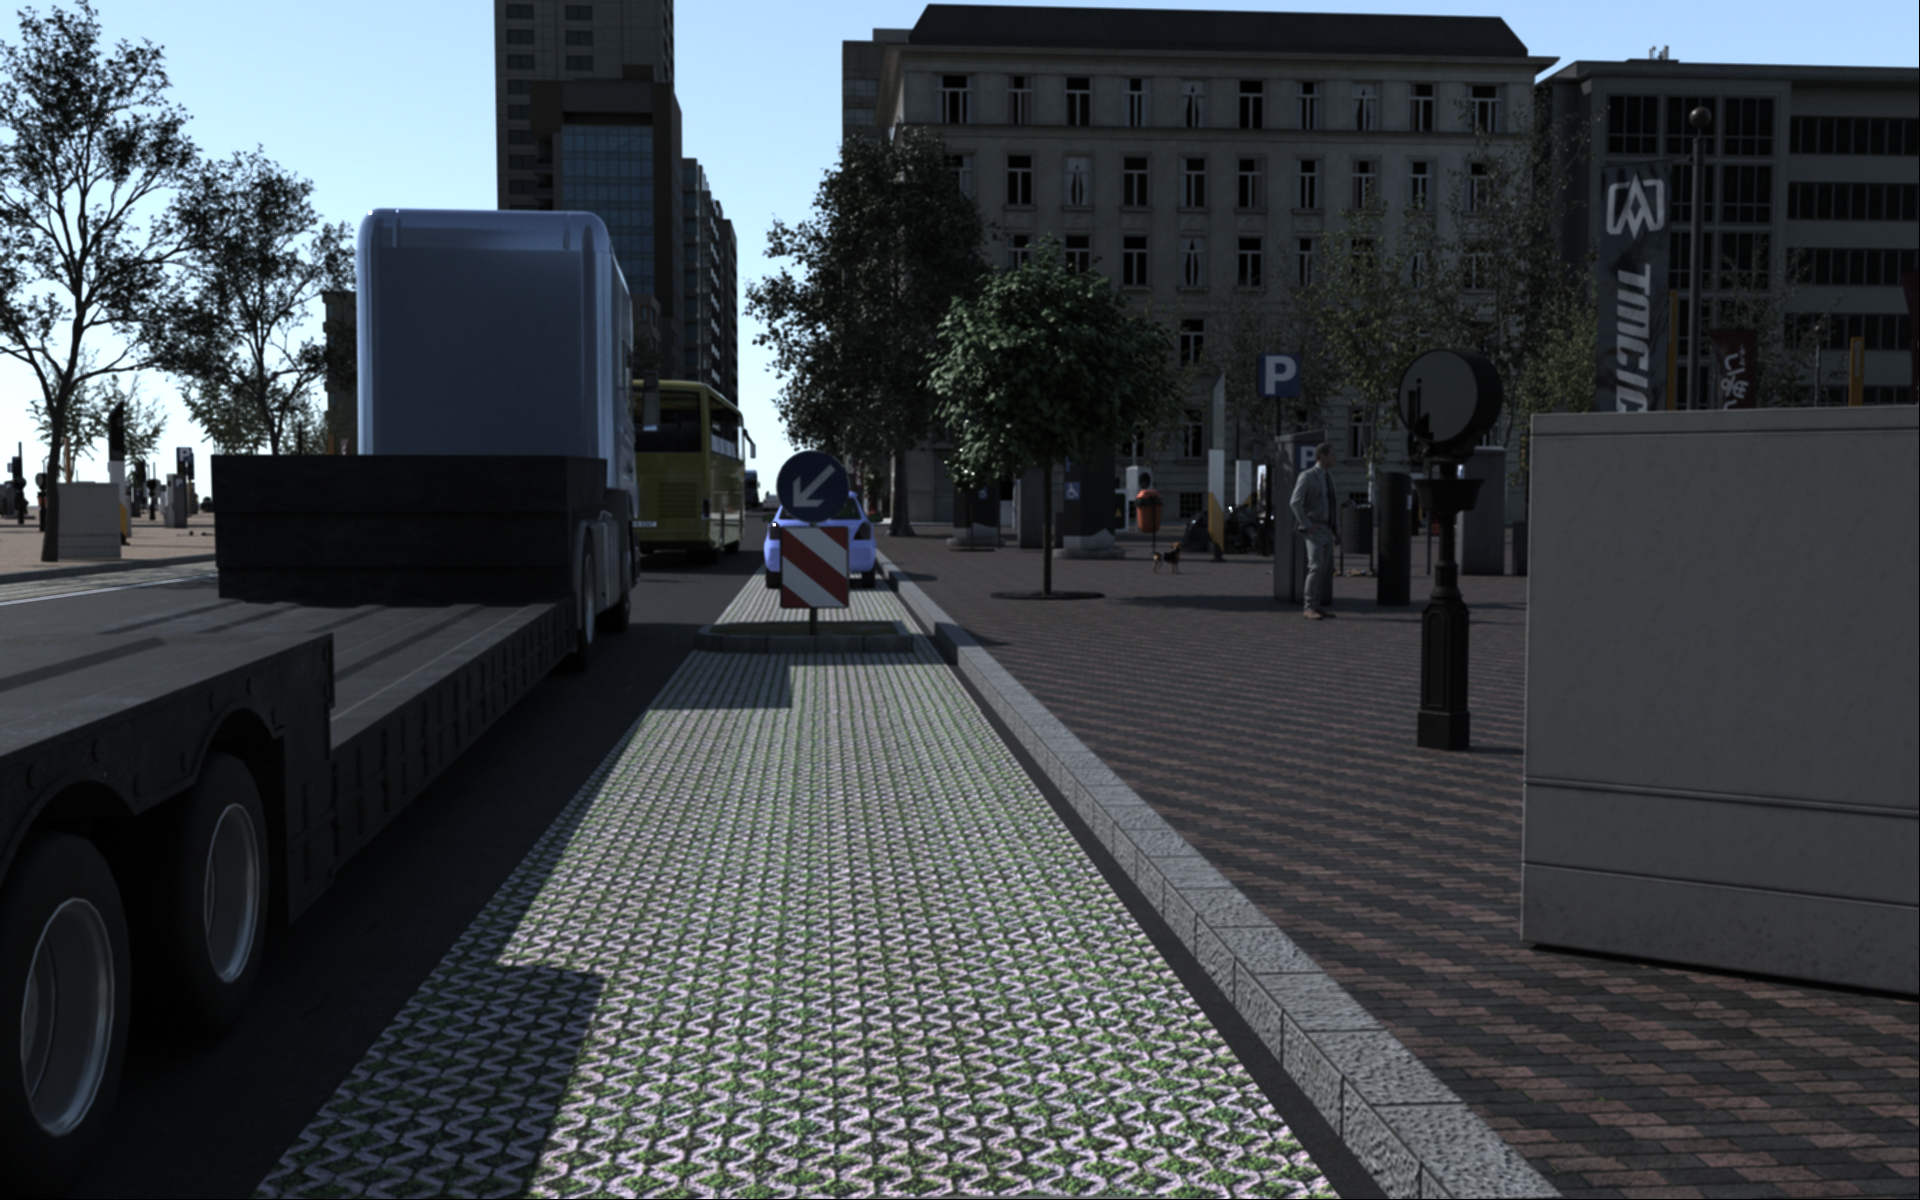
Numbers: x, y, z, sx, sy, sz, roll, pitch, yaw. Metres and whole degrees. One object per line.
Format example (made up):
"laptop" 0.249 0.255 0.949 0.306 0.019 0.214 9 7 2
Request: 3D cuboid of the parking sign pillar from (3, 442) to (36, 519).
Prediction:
"parking sign pillar" -48.107 -6.116 88.469 1.447 3.967 1.447 -2 4 -28

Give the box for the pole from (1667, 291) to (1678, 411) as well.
"pole" 7.146 -1.450 17.543 0.158 3.312 0.155 0 3 0

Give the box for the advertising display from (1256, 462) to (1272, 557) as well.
"advertising display" 6.272 -1.868 35.759 0.123 1.923 0.974 0 4 -2

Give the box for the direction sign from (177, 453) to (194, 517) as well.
"direction sign" -42.524 -6.309 95.148 0.876 3.537 0.379 -2 4 -34

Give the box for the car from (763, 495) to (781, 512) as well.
"car" -15.240 -7.979 142.820 2.083 1.381 4.827 0 4 -3

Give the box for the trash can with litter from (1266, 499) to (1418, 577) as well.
"trash can with litter" 5.960 -1.000 27.403 2.233 1.210 1.678 3 4 38

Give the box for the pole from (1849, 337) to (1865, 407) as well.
"pole" 11.690 -1.762 22.649 0.158 3.312 0.155 0 3 0

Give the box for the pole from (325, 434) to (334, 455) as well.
"pole" -21.249 -3.959 58.578 0.158 3.312 0.155 0 3 0

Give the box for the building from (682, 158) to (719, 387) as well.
"building" -45.952 -38.331 246.320 23.786 49.044 30.456 0 4 -5

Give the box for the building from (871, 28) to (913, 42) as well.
"building" 0.008 -34.461 183.049 23.786 49.044 30.456 0 4 -5

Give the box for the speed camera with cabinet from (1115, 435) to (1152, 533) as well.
"speed camera with cabinet" 5.447 -3.851 57.307 2.038 3.252 0.660 -3 5 -40

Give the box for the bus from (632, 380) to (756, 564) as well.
"bus" -6.299 -2.857 38.266 2.896 3.916 12.252 0 4 -4

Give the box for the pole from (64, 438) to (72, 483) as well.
"pole" -32.238 -4.208 62.636 0.158 3.312 0.155 0 3 0

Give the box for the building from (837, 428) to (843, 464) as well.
"building" -4.077 -25.003 253.835 27.650 21.520 28.899 0 4 -5

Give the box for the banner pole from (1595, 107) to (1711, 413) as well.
"banner pole" 4.607 -1.311 11.460 0.863 3.779 0.401 3 4 37

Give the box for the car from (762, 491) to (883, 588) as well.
"car" -2.184 -1.094 27.480 1.945 1.707 3.694 0 4 -3

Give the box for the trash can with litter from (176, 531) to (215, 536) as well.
"trash can with litter" -23.220 -2.616 53.823 2.233 1.210 1.678 -3 4 -36

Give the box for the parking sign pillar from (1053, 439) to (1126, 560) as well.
"parking sign pillar" 2.578 -2.809 34.403 1.447 3.967 1.447 3 4 36

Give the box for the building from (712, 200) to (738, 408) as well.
"building" -48.001 -40.555 286.775 21.300 48.544 21.600 0 4 -5

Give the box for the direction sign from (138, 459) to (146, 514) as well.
"direction sign" -52.769 -7.325 111.767 0.379 3.537 0.876 0 4 4

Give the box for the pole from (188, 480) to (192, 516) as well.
"pole" -44.966 -6.561 101.122 0.158 3.312 0.155 0 3 0

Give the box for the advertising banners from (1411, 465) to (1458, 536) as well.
"advertising banners" 14.514 -3.462 52.799 2.074 3.025 0.090 1 4 22

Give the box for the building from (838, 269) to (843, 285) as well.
"building" -12.432 -38.176 274.282 14.600 45.320 14.200 0 4 -5

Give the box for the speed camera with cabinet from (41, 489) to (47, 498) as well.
"speed camera with cabinet" -48.347 -6.009 92.582 0.660 3.252 2.038 0 4 -1

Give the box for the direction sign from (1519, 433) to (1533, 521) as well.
"direction sign" 21.097 -4.431 64.450 0.379 3.537 0.876 -1 4 -22

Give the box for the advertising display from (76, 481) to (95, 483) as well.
"advertising display" -44.134 -5.033 87.495 0.123 1.923 0.974 2 4 31

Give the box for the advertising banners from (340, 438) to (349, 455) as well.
"advertising banners" -19.861 -3.591 54.898 2.074 3.025 0.090 3 5 42

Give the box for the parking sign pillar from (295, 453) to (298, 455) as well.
"parking sign pillar" -44.034 -7.663 113.769 1.447 3.967 1.447 0 4 4

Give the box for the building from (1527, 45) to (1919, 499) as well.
"building" 41.380 -16.319 85.886 30.058 24.678 14.314 0 4 -5

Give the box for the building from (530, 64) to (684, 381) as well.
"building" -37.006 -32.701 184.778 14.600 45.320 14.200 0 4 -5

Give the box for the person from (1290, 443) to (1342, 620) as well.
"person" 3.704 -0.720 17.916 0.391 1.810 0.635 3 4 36

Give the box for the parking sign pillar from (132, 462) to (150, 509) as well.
"parking sign pillar" -68.656 -9.571 144.951 1.447 3.967 1.447 2 4 30

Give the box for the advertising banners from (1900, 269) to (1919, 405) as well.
"advertising banners" 8.244 -1.035 13.109 2.074 3.025 0.090 2 4 28

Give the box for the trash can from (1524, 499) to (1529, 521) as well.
"trash can" 15.572 -2.139 46.620 0.748 1.137 0.748 0 3 0

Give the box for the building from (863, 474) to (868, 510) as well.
"building" -1.398 -21.547 139.685 14.401 28.519 23.554 0 4 -5

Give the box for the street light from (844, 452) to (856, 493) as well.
"street light" -7.005 -8.180 106.279 1.470 5.913 1.316 0 4 -5

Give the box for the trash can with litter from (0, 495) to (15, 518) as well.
"trash can with litter" -50.650 -4.930 91.669 2.233 1.210 1.678 3 5 40

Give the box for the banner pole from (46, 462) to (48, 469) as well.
"banner pole" -70.831 -8.841 134.562 0.401 3.779 0.863 -3 4 -39

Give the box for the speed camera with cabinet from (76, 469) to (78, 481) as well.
"speed camera with cabinet" -69.476 -8.778 137.861 2.038 3.252 0.660 -2 4 -26

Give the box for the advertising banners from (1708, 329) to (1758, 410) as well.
"advertising banners" 8.957 -1.361 18.435 2.074 3.025 0.090 0 4 -1

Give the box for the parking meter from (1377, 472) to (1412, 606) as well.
"parking meter" 5.012 -0.707 19.976 0.372 1.533 0.369 0 3 0

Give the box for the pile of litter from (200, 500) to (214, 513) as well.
"pile of litter" -51.678 -6.454 119.490 1.719 0.858 1.176 2 4 31

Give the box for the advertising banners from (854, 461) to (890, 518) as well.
"advertising banners" -4.664 -5.892 92.518 2.074 3.025 0.090 0 4 2

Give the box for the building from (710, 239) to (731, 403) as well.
"building" -43.007 -35.811 269.098 14.154 41.232 14.086 0 4 -5

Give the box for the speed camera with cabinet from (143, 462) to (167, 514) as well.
"speed camera with cabinet" -52.054 -7.247 112.832 2.038 3.252 0.660 0 4 -1

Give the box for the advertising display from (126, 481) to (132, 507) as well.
"advertising display" -41.517 -4.927 85.767 0.123 1.923 0.974 2 4 33

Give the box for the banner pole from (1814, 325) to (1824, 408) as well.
"banner pole" 12.636 -2.176 25.588 0.401 3.779 0.863 2 4 28

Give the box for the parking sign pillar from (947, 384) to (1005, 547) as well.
"parking sign pillar" 0.400 -3.313 42.633 1.447 3.967 1.447 3 4 39

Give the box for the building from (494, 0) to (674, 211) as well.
"building" -41.468 -46.655 201.057 20.563 71.187 20.611 0 4 -5

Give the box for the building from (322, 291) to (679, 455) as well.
"building" -41.538 -19.442 162.920 27.650 21.520 28.899 0 4 -5

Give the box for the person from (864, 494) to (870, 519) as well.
"person" -4.367 -4.377 81.884 0.394 1.301 0.425 -2 4 -26

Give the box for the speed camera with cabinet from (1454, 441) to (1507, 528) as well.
"speed camera with cabinet" 19.277 -4.286 64.413 0.660 3.252 2.038 -3 5 -44

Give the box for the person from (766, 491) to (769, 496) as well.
"person" -20.610 -10.793 185.631 0.621 1.740 0.551 -3 5 -43

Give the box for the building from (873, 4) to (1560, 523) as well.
"building" 11.097 -15.362 84.458 30.059 22.955 16.112 0 4 -5

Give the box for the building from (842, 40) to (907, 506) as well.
"building" -3.875 -29.179 160.672 14.154 41.232 14.086 0 4 -5
